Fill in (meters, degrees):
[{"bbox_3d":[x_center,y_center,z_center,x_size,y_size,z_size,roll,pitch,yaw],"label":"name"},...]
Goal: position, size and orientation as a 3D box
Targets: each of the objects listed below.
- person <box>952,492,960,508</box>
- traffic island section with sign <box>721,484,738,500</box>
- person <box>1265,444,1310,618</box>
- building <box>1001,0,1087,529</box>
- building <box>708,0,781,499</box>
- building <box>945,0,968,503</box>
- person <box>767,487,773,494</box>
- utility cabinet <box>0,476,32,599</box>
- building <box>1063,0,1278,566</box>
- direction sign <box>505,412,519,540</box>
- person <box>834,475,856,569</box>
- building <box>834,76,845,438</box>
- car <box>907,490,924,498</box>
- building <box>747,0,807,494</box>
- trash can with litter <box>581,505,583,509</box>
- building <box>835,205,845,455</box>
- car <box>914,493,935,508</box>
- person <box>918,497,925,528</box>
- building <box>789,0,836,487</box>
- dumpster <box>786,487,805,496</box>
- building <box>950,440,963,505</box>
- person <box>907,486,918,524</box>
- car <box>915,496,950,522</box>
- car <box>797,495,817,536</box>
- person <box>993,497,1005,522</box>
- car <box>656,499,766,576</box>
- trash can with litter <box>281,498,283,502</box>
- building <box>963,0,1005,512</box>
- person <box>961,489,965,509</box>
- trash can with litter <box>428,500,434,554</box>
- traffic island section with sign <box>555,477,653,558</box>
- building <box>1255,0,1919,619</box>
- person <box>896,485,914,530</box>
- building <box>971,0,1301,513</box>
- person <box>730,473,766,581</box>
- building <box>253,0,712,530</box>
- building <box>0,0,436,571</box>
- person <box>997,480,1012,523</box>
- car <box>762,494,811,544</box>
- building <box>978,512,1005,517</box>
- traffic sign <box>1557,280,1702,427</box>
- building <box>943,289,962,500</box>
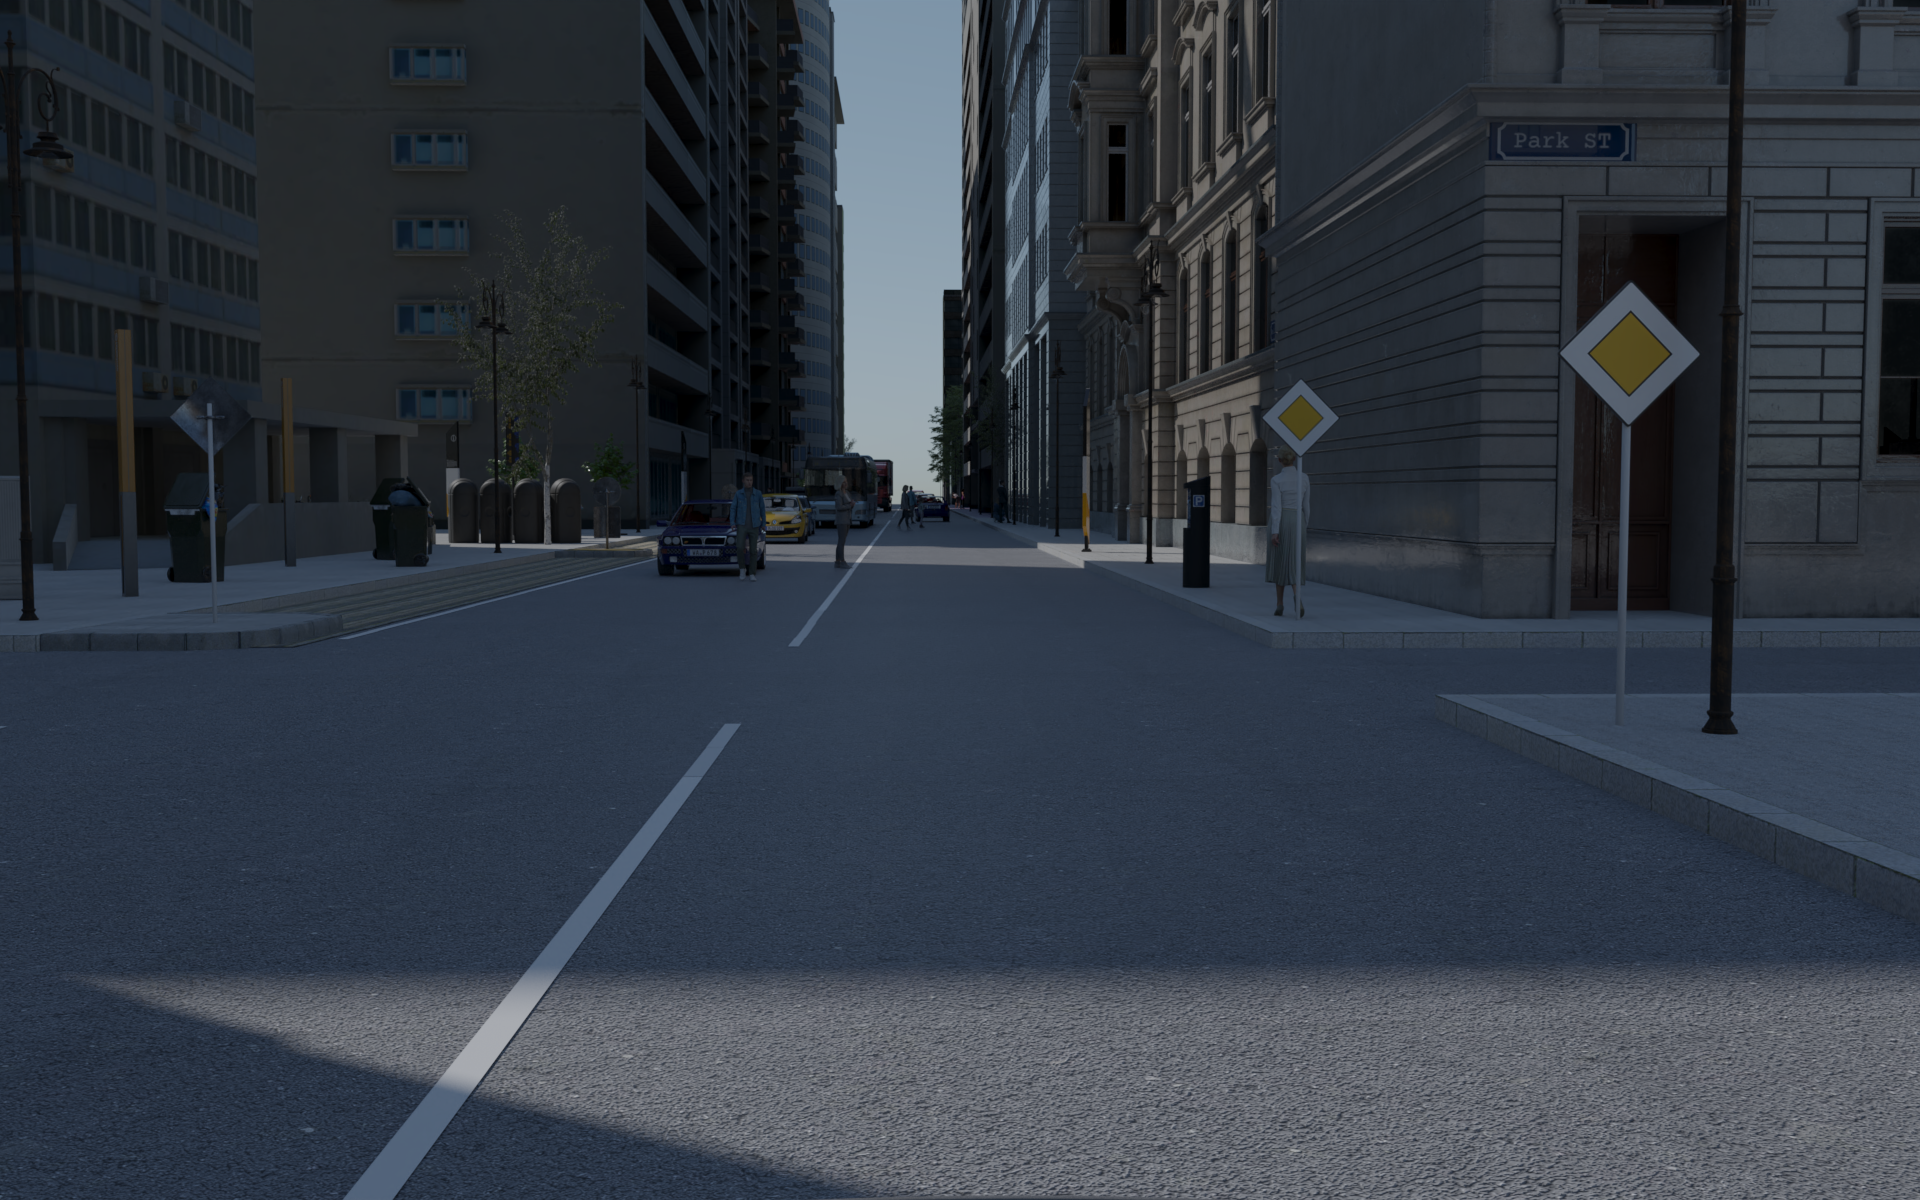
[{"bbox_3d":[-0.352,-8.904,154.815,0.799,1.438,0.628,0,4,1],"label":"person"},{"bbox_3d":[-8.900,-3.577,67.117,1.989,1.847,2.006,0,4,-2],"label":"traffic island section with sign"},{"bbox_3d":[3.439,-0.719,18.025,0.478,1.798,0.641,0,4,-2],"label":"person"},{"bbox_3d":[8.203,-18.369,77.819,11.434,29.767,29.804,0,4,-2],"label":"building"},{"bbox_3d":[-23.422,-41.813,121.902,20.563,71.187,20.611,0,4,-2],"label":"building"},{"bbox_3d":[8.526,-48.167,225.779,20.563,71.187,20.611,0,4,-2],"label":"building"},{"bbox_3d":[-11.667,-6.073,106.138,0.445,1.727,0.742,0,4,3],"label":"person"},{"bbox_3d":[-11.844,-0.743,20.831,1.173,1.500,0.318,-1,4,-23],"label":"utility cabinet"},{"bbox_3d":[10.131,-13.867,45.813,14.460,24.649,34.723,0,4,-2],"label":"building"},{"bbox_3d":[-12.439,-3.437,48.199,0.379,3.537,0.876,0,4,7],"label":"direction sign"},{"bbox_3d":[-2.201,-1.518,33.501,0.526,1.800,0.537,2,4,28],"label":"person"},{"bbox_3d":[-29.144,-38.364,216.483,28.713,52.752,27.495,0,4,-2],"label":"building"},{"bbox_3d":[-4.049,-9.095,157.369,2.281,1.827,5.304,0,4,-2],"label":"car"},{"bbox_3d":[-24.701,-30.153,147.621,22.147,44.769,28.867,0,4,-2],"label":"building"},{"bbox_3d":[-12.754,-2.729,56.009,0.624,1.170,1.055,2,4,35],"label":"trash can with litter"},{"bbox_3d":[-23.158,-33.894,237.765,14.154,41.232,14.086,0,4,-2],"label":"building"},{"bbox_3d":[-2.629,-7.673,134.492,2.155,1.783,4.494,0,4,-1],"label":"car"},{"bbox_3d":[-1.626,-3.734,73.827,0.394,1.301,0.425,-3,5,-42],"label":"person"},{"bbox_3d":[-24.714,-39.544,188.546,21.231,58.520,28.212,0,4,-2],"label":"building"},{"bbox_3d":[-9.737,-5.973,105.881,1.865,1.857,1.264,0,4,-1],"label":"dumpster"},{"bbox_3d":[10.337,-54.241,199.511,22.319,86.520,31.000,0,4,-2],"label":"building"},{"bbox_3d":[-2.414,-4.606,83.676,0.748,1.841,0.638,-2,4,-35],"label":"person"},{"bbox_3d":[-1.452,-4.771,90.585,1.945,1.354,3.894,0,4,-3],"label":"car"},{"bbox_3d":[-5.982,-2.958,60.364,2.014,1.417,4.499,0,4,-2],"label":"car"},{"bbox_3d":[1.844,-4.087,78.364,0.738,1.151,1.012,0,4,5],"label":"person"},{"bbox_3d":[-4.506,-1.169,31.692,1.945,1.354,3.894,0,4,-3],"label":"car"},{"bbox_3d":[-20.106,-2.437,51.238,0.624,1.170,1.055,-1,4,-18],"label":"trash can with litter"},{"bbox_3d":[11.253,-32.655,157.618,21.300,48.544,21.600,0,4,-2],"label":"building"},{"bbox_3d":[0.364,-8.910,152.397,0.721,1.739,1.217,0,4,-2],"label":"person"},{"bbox_3d":[-11.620,-1.535,36.490,1.055,1.170,0.624,-1,4,-10],"label":"trash can with litter"},{"bbox_3d":[-8.111,-1.899,39.675,1.989,1.847,2.006,0,4,-2],"label":"traffic island section with sign"},{"bbox_3d":[14.950,-11.386,22.322,21.152,22.565,11.583,0,4,-2],"label":"building"},{"bbox_3d":[-2.173,-3.667,68.635,0.728,1.800,0.709,1,4,14],"label":"person"},{"bbox_3d":[14.716,-33.218,132.357,28.713,52.752,27.495,0,4,-2],"label":"building"},{"bbox_3d":[-3.487,-1.203,28.507,0.601,1.785,0.444,-1,4,-8],"label":"person"},{"bbox_3d":[-22.335,-27.390,71.529,21.300,48.544,21.600,0,4,-2],"label":"building"},{"bbox_3d":[-29.318,-21.030,35.727,32.217,40.220,23.993,0,4,-2],"label":"building"},{"bbox_3d":[1.945,-4.355,76.603,0.648,1.900,0.474,3,5,41],"label":"person"},{"bbox_3d":[-5.386,-2.507,51.213,2.015,1.641,3.980,0,4,-3],"label":"car"},{"bbox_3d":[12.195,-29.595,107.578,21.300,48.544,21.600,0,4,-2],"label":"building"},{"bbox_3d":[3.680,-0.448,9.520,0.795,2.593,0.064,0,4,-2],"label":"traffic sign"},{"bbox_3d":[4.525,-28.902,244.241,14.160,30.474,14.107,0,4,-2],"label":"building"}]
